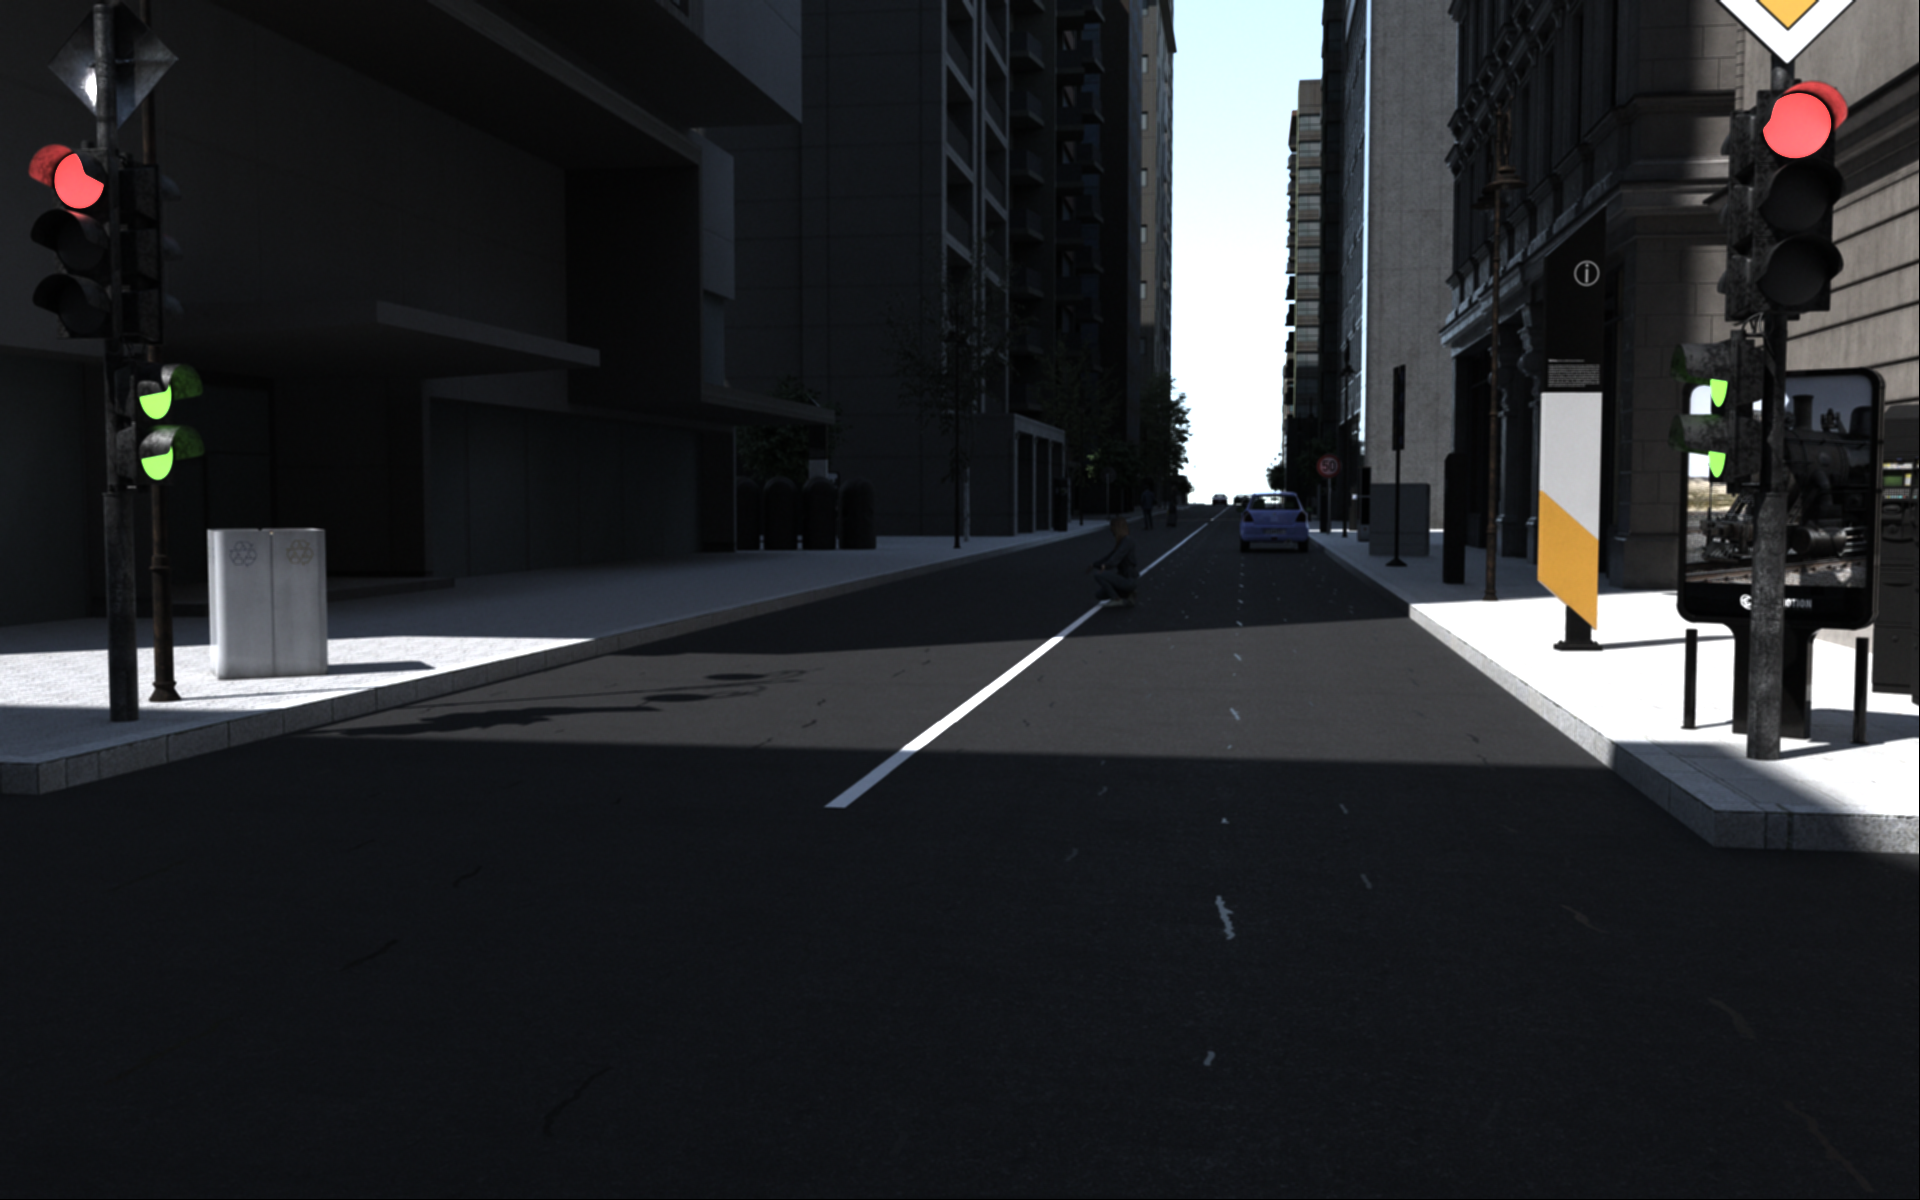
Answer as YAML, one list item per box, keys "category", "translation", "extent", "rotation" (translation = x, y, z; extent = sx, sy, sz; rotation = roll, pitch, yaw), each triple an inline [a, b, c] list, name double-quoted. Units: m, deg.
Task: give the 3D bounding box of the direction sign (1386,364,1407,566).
- category: "direction sign"
  translation: [7.778, -2.371, 30.762]
  extent: [0.379, 3.537, 0.876]
  rotation: [0, 4, 3]

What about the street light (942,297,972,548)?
- category: "street light"
  translation: [-0.069, -4.162, 40.838]
  extent: [0.468, 5.910, 1.993]
  rotation: [1, 4, 9]

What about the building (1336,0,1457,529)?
- category: "building"
  translation: [22.300, -15.498, 71.417]
  extent: [12.078, 24.808, 19.932]
  rotation: [1, 4, 9]

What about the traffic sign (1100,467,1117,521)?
- category: "traffic sign"
  translation: [6.944, -4.958, 81.162]
  extent: [0.768, 2.556, 0.104]
  rotation: [1, 4, 15]

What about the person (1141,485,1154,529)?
- category: "person"
  translation: [7.618, -3.766, 70.257]
  extent: [0.721, 1.800, 0.419]
  rotation: [-2, 4, -31]

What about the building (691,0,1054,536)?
- category: "building"
  translation: [-6.752, -38.152, 62.037]
  extent: [20.563, 71.187, 20.611]
  rotation: [1, 4, 9]

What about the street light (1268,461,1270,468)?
- category: "street light"
  translation: [37.431, -14.408, 208.362]
  extent: [0.468, 5.910, 1.993]
  rotation: [1, 4, 9]

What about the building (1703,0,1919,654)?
- category: "building"
  translation: [16.339, -9.026, 12.199]
  extent: [19.286, 19.102, 10.561]
  rotation: [1, 4, 9]

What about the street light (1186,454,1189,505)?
- category: "street light"
  translation: [26.014, -13.782, 198.122]
  extent: [0.468, 5.910, 1.993]
  rotation: [1, 4, 9]

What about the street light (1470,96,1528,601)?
- category: "street light"
  translation: [6.384, -2.929, 20.671]
  extent: [0.468, 5.910, 1.993]
  rotation: [1, 4, 9]

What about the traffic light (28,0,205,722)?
- category: "traffic light"
  translation: [-4.718, -1.270, 9.691]
  extent: [0.839, 4.253, 0.868]
  rotation: [1, 4, 9]

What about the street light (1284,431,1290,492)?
- category: "street light"
  translation: [24.051, -9.460, 127.463]
  extent: [0.468, 5.910, 1.993]
  rotation: [1, 4, 9]

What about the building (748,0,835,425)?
- category: "building"
  translation: [0.648, -33.817, 142.149]
  extent: [28.713, 52.752, 27.495]
  rotation: [1, 4, 9]

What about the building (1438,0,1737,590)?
- category: "building"
  translation: [16.541, -11.660, 41.549]
  extent: [10.553, 20.767, 40.483]
  rotation: [1, 4, 9]

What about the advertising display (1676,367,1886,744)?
- category: "advertising display"
  translation: [4.308, -0.240, 9.143]
  extent: [0.974, 1.923, 0.123]
  rotation: [3, 5, 41]

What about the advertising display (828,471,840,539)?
- category: "advertising display"
  translation: [-3.902, -2.713, 49.574]
  extent: [0.974, 1.923, 0.123]
  rotation: [1, 4, 16]

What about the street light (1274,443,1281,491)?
- category: "street light"
  translation: [29.047, -11.300, 157.547]
  extent: [0.468, 5.910, 1.993]
  rotation: [1, 4, 9]

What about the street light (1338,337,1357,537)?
- category: "street light"
  translation: [11.439, -4.803, 51.312]
  extent: [0.468, 5.910, 1.993]
  rotation: [1, 4, 9]

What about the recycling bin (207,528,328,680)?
- category: "recycling bin"
  translation: [-4.944, 0.012, 12.362]
  extent: [0.722, 1.027, 0.722]
  rotation: [-2, 4, -28]

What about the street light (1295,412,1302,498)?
- category: "street light"
  translation: [19.038, -7.614, 97.275]
  extent: [0.468, 5.910, 1.993]
  rotation: [1, 4, 9]

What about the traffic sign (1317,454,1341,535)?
- category: "traffic sign"
  translation: [11.680, -3.350, 54.879]
  extent: [0.768, 2.556, 0.104]
  rotation: [1, 4, 15]

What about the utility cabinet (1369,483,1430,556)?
- category: "utility cabinet"
  translation: [9.077, -1.656, 35.756]
  extent: [1.173, 1.500, 0.318]
  rotation: [2, 4, 30]

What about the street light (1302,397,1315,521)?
- category: "street light"
  translation: [16.458, -6.643, 81.393]
  extent: [0.468, 5.910, 1.993]
  rotation: [1, 4, 9]

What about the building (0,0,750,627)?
- category: "building"
  translation: [-18.110, -26.654, 25.027]
  extent: [28.713, 52.752, 27.495]
  rotation: [1, 4, 9]

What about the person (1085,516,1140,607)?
- category: "person"
  translation: [1.925, -0.494, 22.075]
  extent: [0.738, 1.151, 1.012]
  rotation: [1, 4, 8]

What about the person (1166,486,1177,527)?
- category: "person"
  translation: [9.315, -4.129, 76.221]
  extent: [0.699, 1.804, 1.509]
  rotation: [1, 4, 20]

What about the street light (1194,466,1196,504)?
- category: "street light"
  translation: [30.982, -15.643, 228.553]
  extent: [0.468, 5.910, 1.993]
  rotation: [1, 4, 9]

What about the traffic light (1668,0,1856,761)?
- category: "traffic light"
  translation: [3.880, -1.185, 8.292]
  extent: [0.839, 4.253, 0.868]
  rotation: [1, 4, 9]

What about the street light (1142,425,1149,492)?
- category: "street light"
  translation: [12.372, -8.739, 115.672]
  extent: [0.468, 5.910, 1.993]
  rotation: [1, 4, 9]

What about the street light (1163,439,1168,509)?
- category: "street light"
  translation: [17.279, -10.581, 145.788]
  extent: [0.468, 5.910, 1.993]
  rotation: [1, 4, 9]

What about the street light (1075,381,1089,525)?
- category: "street light"
  translation: [4.981, -6.002, 70.913]
  extent: [0.468, 5.910, 1.993]
  rotation: [1, 4, 9]

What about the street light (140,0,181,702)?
- category: "street light"
  translation: [-4.939, -2.312, 10.581]
  extent: [0.468, 5.910, 1.993]
  rotation: [1, 4, 9]

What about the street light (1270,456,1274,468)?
- category: "street light"
  translation: [32.396, -12.556, 178.080]
  extent: [0.468, 5.910, 1.993]
  rotation: [1, 4, 9]

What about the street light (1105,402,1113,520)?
- category: "street light"
  translation: [7.352, -6.896, 85.543]
  extent: [0.468, 5.910, 1.993]
  rotation: [1, 4, 9]
